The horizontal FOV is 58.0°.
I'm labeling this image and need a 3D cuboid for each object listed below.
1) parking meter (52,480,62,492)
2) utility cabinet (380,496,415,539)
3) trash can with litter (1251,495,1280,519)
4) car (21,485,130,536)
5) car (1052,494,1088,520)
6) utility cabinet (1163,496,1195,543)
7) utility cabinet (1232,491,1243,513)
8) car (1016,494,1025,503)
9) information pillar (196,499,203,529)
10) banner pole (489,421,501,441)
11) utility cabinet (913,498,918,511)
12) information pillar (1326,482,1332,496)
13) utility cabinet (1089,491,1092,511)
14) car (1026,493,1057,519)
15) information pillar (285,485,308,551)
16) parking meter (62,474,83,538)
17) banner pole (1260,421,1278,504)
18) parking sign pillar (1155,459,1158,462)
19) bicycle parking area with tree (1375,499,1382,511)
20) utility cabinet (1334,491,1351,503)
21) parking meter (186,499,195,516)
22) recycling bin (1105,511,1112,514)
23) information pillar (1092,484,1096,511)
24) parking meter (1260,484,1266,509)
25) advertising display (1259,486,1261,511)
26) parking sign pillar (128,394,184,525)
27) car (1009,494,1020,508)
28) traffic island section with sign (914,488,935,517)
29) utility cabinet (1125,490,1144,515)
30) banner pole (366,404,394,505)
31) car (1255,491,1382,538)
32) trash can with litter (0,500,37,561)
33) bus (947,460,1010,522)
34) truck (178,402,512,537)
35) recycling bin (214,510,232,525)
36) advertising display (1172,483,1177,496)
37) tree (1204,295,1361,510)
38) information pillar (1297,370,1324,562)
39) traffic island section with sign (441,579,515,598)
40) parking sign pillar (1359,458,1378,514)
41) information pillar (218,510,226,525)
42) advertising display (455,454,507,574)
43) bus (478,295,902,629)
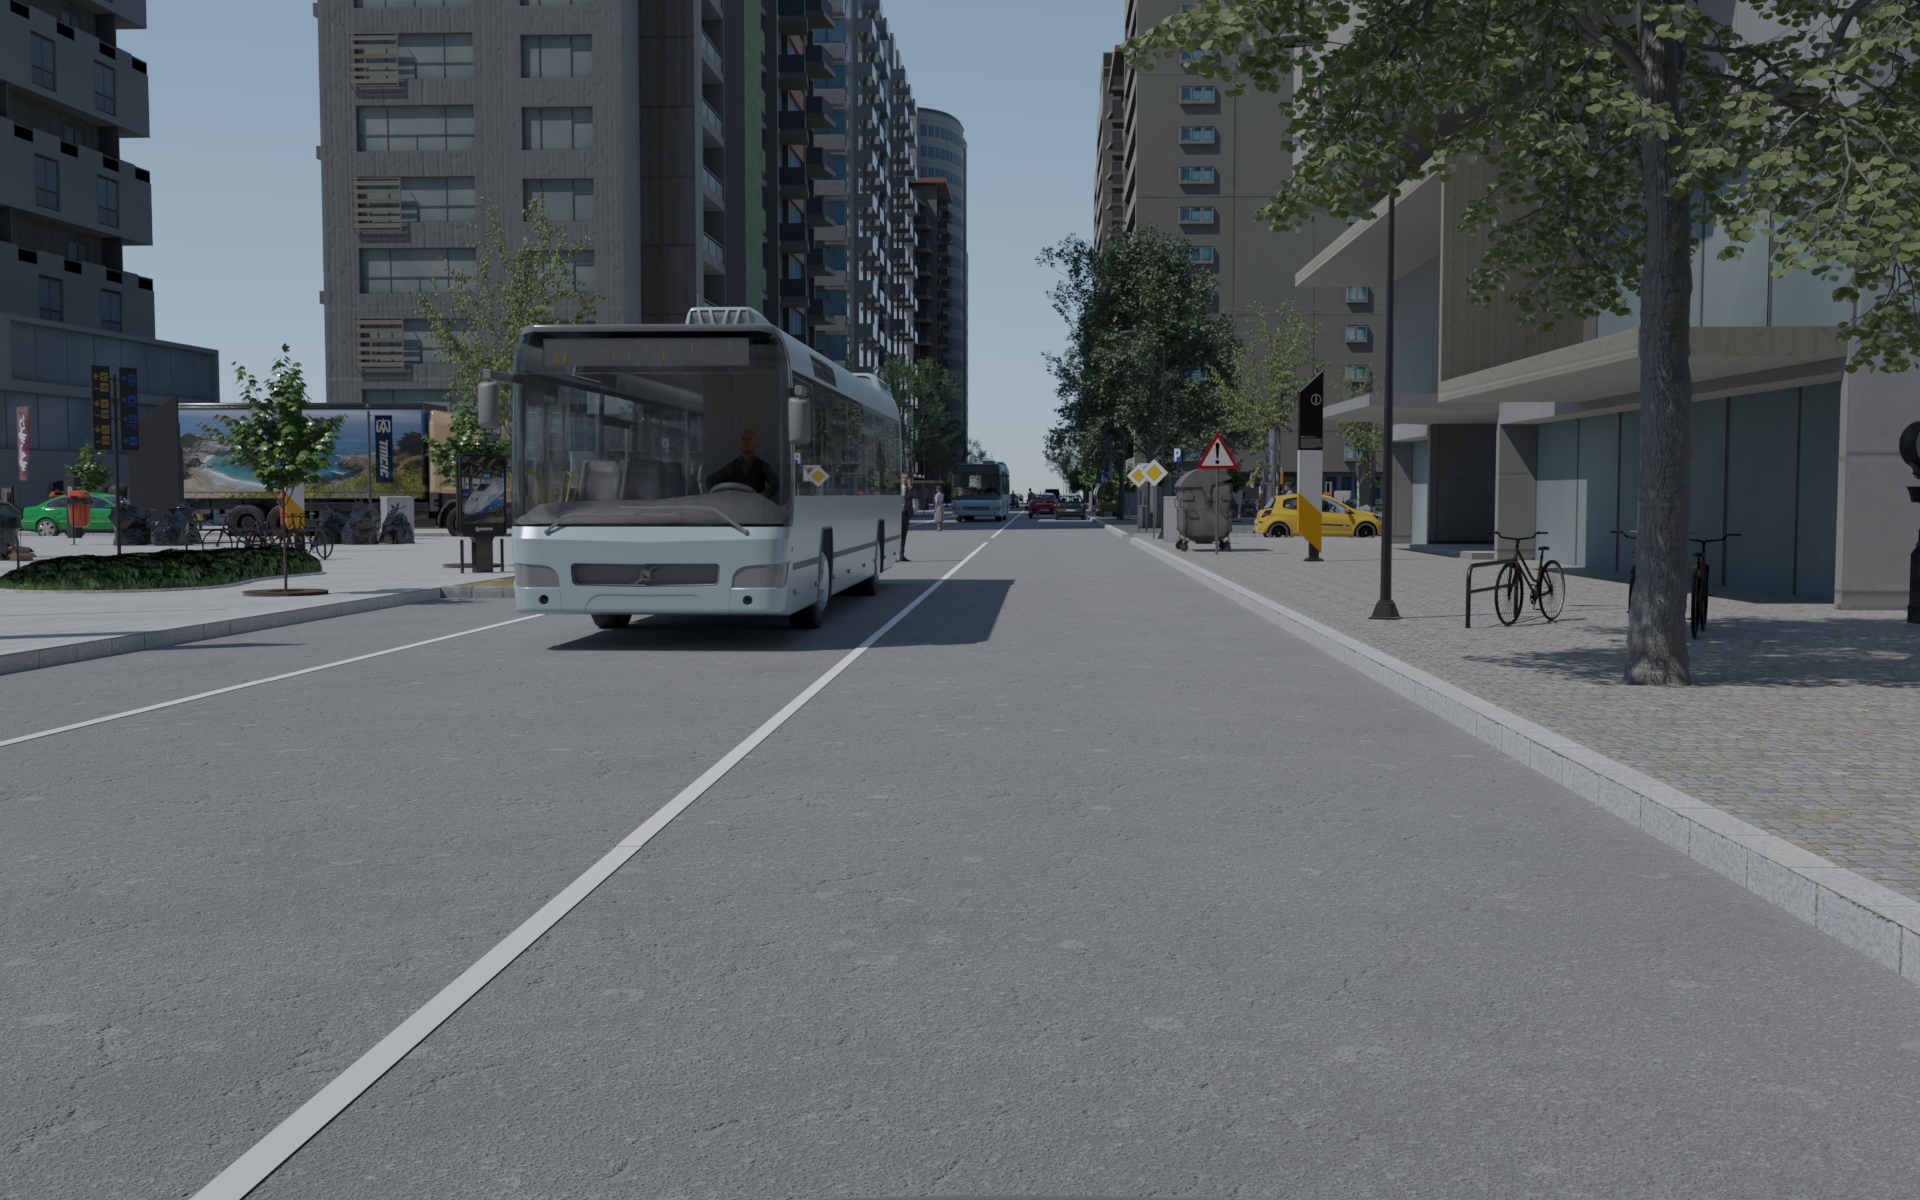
[{"bbox_3d":[-38.373,-4.159,73.703,0.399,1.863,0.255,0,4,-6],"label":"parking meter"},{"bbox_3d":[-16.062,-2.344,49.486,0.306,1.237,1.020,2,4,28],"label":"utility cabinet"},{"bbox_3d":[15.870,-4.709,88.043,2.233,1.210,1.678,1,4,13],"label":"trash can with litter"},{"bbox_3d":[-27.411,-2.849,55.373,4.718,1.807,1.959,0,4,2],"label":"car"},{"bbox_3d":[6.129,-5.302,96.474,2.009,1.686,4.222,0,4,3],"label":"car"},{"bbox_3d":[5.891,-2.111,45.672,1.020,1.237,0.306,1,4,14],"label":"utility cabinet"},{"bbox_3d":[18.295,-6.525,115.355,1.173,1.500,0.318,-2,4,-35],"label":"utility cabinet"},{"bbox_3d":[9.732,-17.163,289.646,2.155,1.783,4.494,0,4,3],"label":"car"},{"bbox_3d":[-26.675,-4.240,60.681,0.183,3.616,0.504,-1,4,-9],"label":"information pillar"},{"bbox_3d":[-13.324,-3.619,49.185,0.401,3.779,0.863,3,4,36],"label":"banner pole"},{"bbox_3d":[-3.510,-7.241,129.546,0.306,1.237,1.020,-2,4,-33],"label":"utility cabinet"},{"bbox_3d":[22.725,-6.251,106.695,0.304,2.012,0.304,2,4,31],"label":"information pillar"},{"bbox_3d":[9.929,-7.460,130.655,0.318,1.500,1.173,0,4,-1],"label":"utility cabinet"},{"bbox_3d":[4.985,-5.738,102.851,2.155,1.783,4.494,0,4,2],"label":"car"},{"bbox_3d":[-14.776,-2.878,38.416,0.183,3.616,0.504,2,4,31],"label":"information pillar"},{"bbox_3d":[-25.767,-2.732,50.381,0.399,1.863,0.255,1,4,20],"label":"parking meter"},{"bbox_3d":[10.634,-4.212,58.888,0.401,3.779,0.863,2,4,31],"label":"banner pole"},{"bbox_3d":[15.086,-8.695,130.633,1.447,3.967,1.447,3,4,39],"label":"parking sign pillar"},{"bbox_3d":[33.506,-8.522,126.328,9.016,4.147,8.231,3,5,40],"label":"bicycle parking area with tree"},{"bbox_3d":[27.430,-7.066,124.208,1.173,1.500,0.318,3,4,39],"label":"utility cabinet"},{"bbox_3d":[-35.864,-4.424,80.737,0.372,1.533,0.369,0,3,0],"label":"parking meter"},{"bbox_3d":[9.348,-5.991,110.509,0.722,1.027,0.722,0,4,0],"label":"recycling bin"},{"bbox_3d":[9.986,-7.628,129.202,0.304,2.012,0.304,0,4,1],"label":"information pillar"},{"bbox_3d":[17.988,-5.925,102.587,0.255,1.863,0.399,-1,4,-22],"label":"parking meter"},{"bbox_3d":[22.663,-7.585,129.230,0.123,1.923,0.974,-2,4,-33],"label":"advertising display"},{"bbox_3d":[-21.812,-3.579,46.996,1.447,3.967,1.447,0,4,-5],"label":"parking sign pillar"},{"bbox_3d":[5.397,-10.615,185.359,2.131,1.459,4.920,0,4,4],"label":"car"},{"bbox_3d":[-2.167,-6.027,107.162,1.989,1.847,2.006,0,4,3],"label":"traffic island section with sign"},{"bbox_3d":[10.778,-6.016,107.037,1.173,1.500,0.318,2,4,32],"label":"utility cabinet"},{"bbox_3d":[-16.196,-3.560,48.227,0.863,3.779,0.401,-1,4,-16],"label":"banner pole"},{"bbox_3d":[10.954,-2.582,52.439,3.980,1.641,2.015,0,4,3],"label":"car"},{"bbox_3d":[-18.234,-1.346,33.393,1.055,1.170,0.624,2,4,26],"label":"trash can with litter"},{"bbox_3d":[1.175,-6.016,93.217,2.948,3.499,13.247,0,4,4],"label":"bus"},{"bbox_3d":[-18.629,-3.995,54.225,11.283,4.237,2.839,0,4,1],"label":"truck"},{"bbox_3d":[-30.528,-3.640,72.063,0.722,1.027,0.722,1,4,17],"label":"recycling bin"},{"bbox_3d":[13.417,-6.138,105.575,0.974,1.923,0.123,-1,4,-17],"label":"advertising display"},{"bbox_3d":[11.474,-6.943,63.887,4.737,8.622,4.395,0,3,0],"label":"tree"},{"bbox_3d":[6.655,-2.538,32.859,0.504,3.616,0.183,-1,4,-12],"label":"information pillar"},{"bbox_3d":[-6.135,-0.987,24.767,1.989,1.847,2.006,0,4,3],"label":"traffic island section with sign"},{"bbox_3d":[26.627,-7.635,113.301,1.447,3.967,1.447,-2,4,-24],"label":"parking sign pillar"},{"bbox_3d":[-30.184,-4.057,70.816,0.304,2.012,0.304,-2,4,-25],"label":"information pillar"},{"bbox_3d":[-7.810,-1.411,28.288,0.123,1.923,0.974,2,4,33],"label":"advertising display"},{"bbox_3d":[-2.546,-1.616,21.283,2.948,3.499,13.247,0,4,3],"label":"bus"}]
